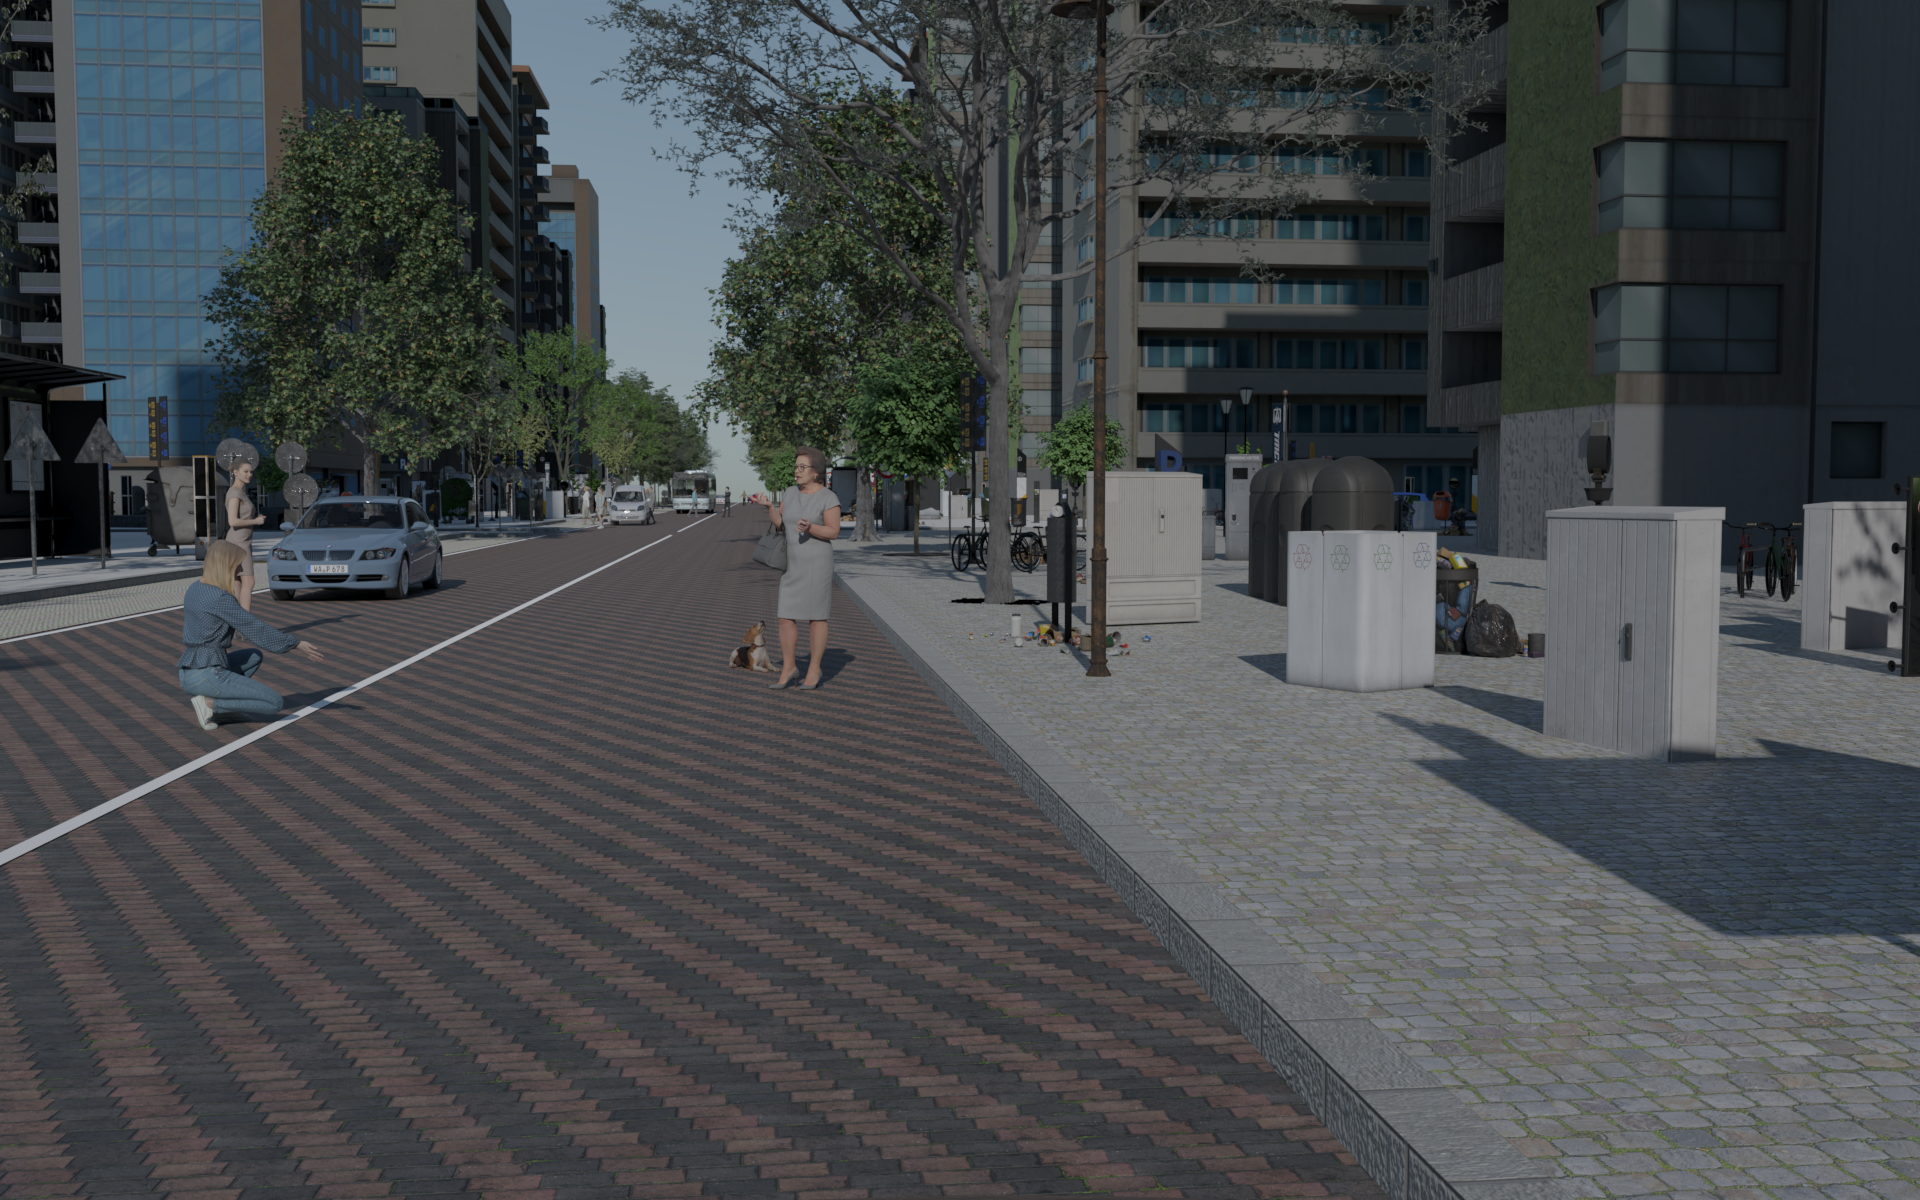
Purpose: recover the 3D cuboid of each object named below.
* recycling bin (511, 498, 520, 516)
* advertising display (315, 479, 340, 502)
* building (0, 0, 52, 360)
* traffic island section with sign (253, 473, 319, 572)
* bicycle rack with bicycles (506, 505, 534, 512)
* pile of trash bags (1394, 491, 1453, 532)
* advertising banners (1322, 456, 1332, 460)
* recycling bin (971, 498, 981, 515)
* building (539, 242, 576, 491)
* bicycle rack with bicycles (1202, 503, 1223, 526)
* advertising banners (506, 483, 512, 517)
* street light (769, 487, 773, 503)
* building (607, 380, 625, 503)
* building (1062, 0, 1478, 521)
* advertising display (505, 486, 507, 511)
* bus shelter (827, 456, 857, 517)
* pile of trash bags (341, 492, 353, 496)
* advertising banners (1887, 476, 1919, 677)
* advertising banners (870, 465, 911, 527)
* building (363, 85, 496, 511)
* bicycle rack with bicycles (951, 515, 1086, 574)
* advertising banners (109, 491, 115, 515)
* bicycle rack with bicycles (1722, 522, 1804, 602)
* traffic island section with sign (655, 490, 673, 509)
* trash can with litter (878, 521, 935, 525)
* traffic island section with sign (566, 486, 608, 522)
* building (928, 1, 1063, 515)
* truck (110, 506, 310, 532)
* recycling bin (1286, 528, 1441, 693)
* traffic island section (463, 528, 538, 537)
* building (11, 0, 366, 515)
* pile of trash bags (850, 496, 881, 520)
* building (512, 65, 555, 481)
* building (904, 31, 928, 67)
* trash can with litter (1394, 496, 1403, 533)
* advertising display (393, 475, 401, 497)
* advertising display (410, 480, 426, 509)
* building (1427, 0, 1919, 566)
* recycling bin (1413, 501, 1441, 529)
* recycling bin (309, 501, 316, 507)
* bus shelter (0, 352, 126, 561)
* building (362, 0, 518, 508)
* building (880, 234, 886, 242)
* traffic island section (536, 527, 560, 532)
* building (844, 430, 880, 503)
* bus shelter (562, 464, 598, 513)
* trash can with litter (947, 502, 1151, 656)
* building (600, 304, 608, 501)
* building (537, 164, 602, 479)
[{"bbox_3d":[-26.250,-5.530,102.972,0.722,1.027,0.722,2,4,25],"label":"recycling bin"},{"bbox_3d":[-26.699,-4.157,73.175,0.974,1.923,0.123,-2,4,-29],"label":"advertising display"},{"bbox_3d":[-60.115,-24.199,87.535,23.993,40.220,32.217,0,4,-7],"label":"building"},{"bbox_3d":[-12.502,-1.469,32.644,1.989,1.847,2.006,0,4,-7],"label":"traffic island section with sign"},{"bbox_3d":[-28.534,-6.120,113.439,2.852,0.926,2.925,3,4,37],"label":"bicycle rack with bicycles"},{"bbox_3d":[14.284,-2.831,56.041,3.447,1.369,1.912,3,5,40],"label":"pile of trash bags"},{"bbox_3d":[17.288,-5.023,78.309,2.074,3.025,0.090,3,4,38],"label":"advertising banners"},{"bbox_3d":[0.803,-5.614,104.349,0.722,1.027,0.722,3,4,38],"label":"recycling bin"},{"bbox_3d":[-51.393,-25.928,195.620,14.160,30.474,14.107,0,4,-7],"label":"building"},{"bbox_3d":[11.003,-3.459,69.935,2.925,0.926,2.852,2,4,27],"label":"bicycle rack with bicycles"},{"bbox_3d":[-25.424,-6.213,97.777,0.090,3.025,2.074,-1,4,-23],"label":"advertising banners"},{"bbox_3d":[-27.488,-17.175,253.592,0.468,5.910,1.993,0,4,-7],"label":"street light"},{"bbox_3d":[-68.259,-26.253,274.269,27.650,21.520,28.899,0,4,-7],"label":"building"},{"bbox_3d":[16.544,-28.572,90.859,21.600,48.544,21.300,0,4,-7],"label":"building"},{"bbox_3d":[-31.824,-7.173,122.487,0.123,1.923,0.974,2,4,26],"label":"advertising display"},{"bbox_3d":[-6.189,-6.192,95.166,2.014,3.302,5.546,0,4,-7],"label":"bus shelter"},{"bbox_3d":[-25.099,-3.842,72.577,1.912,1.369,3.447,0,4,2],"label":"pile of trash bags"},{"bbox_3d":[7.545,-0.979,12.189,2.074,3.025,0.090,-1,4,-8],"label":"advertising banners"},{"bbox_3d":[-2.823,-4.357,67.429,2.074,3.025,0.090,2,4,28],"label":"advertising banners"},{"bbox_3d":[-42.229,-21.673,126.050,14.160,30.474,14.107,0,4,-7],"label":"building"},{"bbox_3d":[1.022,-0.959,29.058,2.925,0.926,2.852,-3,5,-39],"label":"bicycle rack with bicycles"},{"bbox_3d":[-38.645,-5.004,78.005,2.074,3.025,0.090,3,4,36],"label":"advertising banners"},{"bbox_3d":[10.669,-0.495,21.478,2.852,0.926,2.925,3,4,36],"label":"bicycle rack with bicycles"},{"bbox_3d":[-28.025,-9.552,164.802,1.989,1.847,2.006,0,4,-7],"label":"traffic island section with sign"},{"bbox_3d":[-2.170,-3.741,72.228,2.233,1.210,1.678,1,4,21],"label":"trash can with litter"},{"bbox_3d":[-19.059,-4.887,88.536,1.989,1.847,2.006,0,4,-7],"label":"traffic island section with sign"},{"bbox_3d":[4.421,-27.420,131.909,14.154,41.232,14.086,0,4,-7],"label":"building"},{"bbox_3d":[-29.792,-4.346,60.823,18.799,4.110,2.967,0,4,-5],"label":"truck"},{"bbox_3d":[2.684,0.058,11.602,0.722,1.027,0.722,-2,4,-33],"label":"recycling bin"},{"bbox_3d":[-15.497,-2.202,58.288,2.009,0.180,2.903,0,4,-7],"label":"traffic island section"},{"bbox_3d":[-41.251,-27.185,94.582,14.600,45.320,14.200,0,4,-7],"label":"building"},{"bbox_3d":[-4.594,-4.727,87.032,1.912,1.369,3.447,-1,4,-19],"label":"pile of trash bags"},{"bbox_3d":[-52.988,-31.730,173.403,22.147,44.769,28.867,0,4,-7],"label":"building"},{"bbox_3d":[5.894,-31.222,165.102,22.147,44.769,28.867,0,4,-7],"label":"building"},{"bbox_3d":[12.928,-2.456,51.209,1.678,1.210,2.233,0,4,1],"label":"trash can with litter"},{"bbox_3d":[-18.723,-3.206,57.624,0.123,1.923,0.974,-2,4,-24],"label":"advertising display"},{"bbox_3d":[-24.943,-4.559,79.751,0.123,1.923,0.974,2,4,25],"label":"advertising display"},{"bbox_3d":[17.762,-16.256,37.482,14.160,30.474,14.107,0,4,-7],"label":"building"},{"bbox_3d":[16.697,-3.020,61.926,0.722,1.027,0.722,-1,4,-19],"label":"recycling bin"},{"bbox_3d":[-33.051,-4.596,87.697,0.722,1.027,0.722,-3,5,-41],"label":"recycling bin"},{"bbox_3d":[-17.098,-2.458,31.466,1.731,3.624,6.357,0,4,-7],"label":"bus shelter"},{"bbox_3d":[-50.410,-32.074,148.119,21.300,48.544,21.600,0,4,-7],"label":"building"},{"bbox_3d":[1.588,-33.003,194.226,22.147,44.769,28.867,0,4,-7],"label":"building"},{"bbox_3d":[-16.429,-2.687,66.218,2.009,0.180,2.903,0,4,-7],"label":"traffic island section"},{"bbox_3d":[-3.371,-25.714,265.456,27.650,21.520,28.899,0,4,-7],"label":"building"},{"bbox_3d":[-26.186,-7.699,119.794,2.014,3.302,5.546,0,4,-7],"label":"bus shelter"},{"bbox_3d":[0.851,-0.225,14.733,1.678,1.210,2.233,-1,4,-10],"label":"trash can with litter"},{"bbox_3d":[-59.316,-29.449,253.196,14.160,30.474,14.107,0,4,-7],"label":"building"},{"bbox_3d":[-57.233,-36.003,238.763,14.600,45.320,14.200,0,4,-7],"label":"building"}]
